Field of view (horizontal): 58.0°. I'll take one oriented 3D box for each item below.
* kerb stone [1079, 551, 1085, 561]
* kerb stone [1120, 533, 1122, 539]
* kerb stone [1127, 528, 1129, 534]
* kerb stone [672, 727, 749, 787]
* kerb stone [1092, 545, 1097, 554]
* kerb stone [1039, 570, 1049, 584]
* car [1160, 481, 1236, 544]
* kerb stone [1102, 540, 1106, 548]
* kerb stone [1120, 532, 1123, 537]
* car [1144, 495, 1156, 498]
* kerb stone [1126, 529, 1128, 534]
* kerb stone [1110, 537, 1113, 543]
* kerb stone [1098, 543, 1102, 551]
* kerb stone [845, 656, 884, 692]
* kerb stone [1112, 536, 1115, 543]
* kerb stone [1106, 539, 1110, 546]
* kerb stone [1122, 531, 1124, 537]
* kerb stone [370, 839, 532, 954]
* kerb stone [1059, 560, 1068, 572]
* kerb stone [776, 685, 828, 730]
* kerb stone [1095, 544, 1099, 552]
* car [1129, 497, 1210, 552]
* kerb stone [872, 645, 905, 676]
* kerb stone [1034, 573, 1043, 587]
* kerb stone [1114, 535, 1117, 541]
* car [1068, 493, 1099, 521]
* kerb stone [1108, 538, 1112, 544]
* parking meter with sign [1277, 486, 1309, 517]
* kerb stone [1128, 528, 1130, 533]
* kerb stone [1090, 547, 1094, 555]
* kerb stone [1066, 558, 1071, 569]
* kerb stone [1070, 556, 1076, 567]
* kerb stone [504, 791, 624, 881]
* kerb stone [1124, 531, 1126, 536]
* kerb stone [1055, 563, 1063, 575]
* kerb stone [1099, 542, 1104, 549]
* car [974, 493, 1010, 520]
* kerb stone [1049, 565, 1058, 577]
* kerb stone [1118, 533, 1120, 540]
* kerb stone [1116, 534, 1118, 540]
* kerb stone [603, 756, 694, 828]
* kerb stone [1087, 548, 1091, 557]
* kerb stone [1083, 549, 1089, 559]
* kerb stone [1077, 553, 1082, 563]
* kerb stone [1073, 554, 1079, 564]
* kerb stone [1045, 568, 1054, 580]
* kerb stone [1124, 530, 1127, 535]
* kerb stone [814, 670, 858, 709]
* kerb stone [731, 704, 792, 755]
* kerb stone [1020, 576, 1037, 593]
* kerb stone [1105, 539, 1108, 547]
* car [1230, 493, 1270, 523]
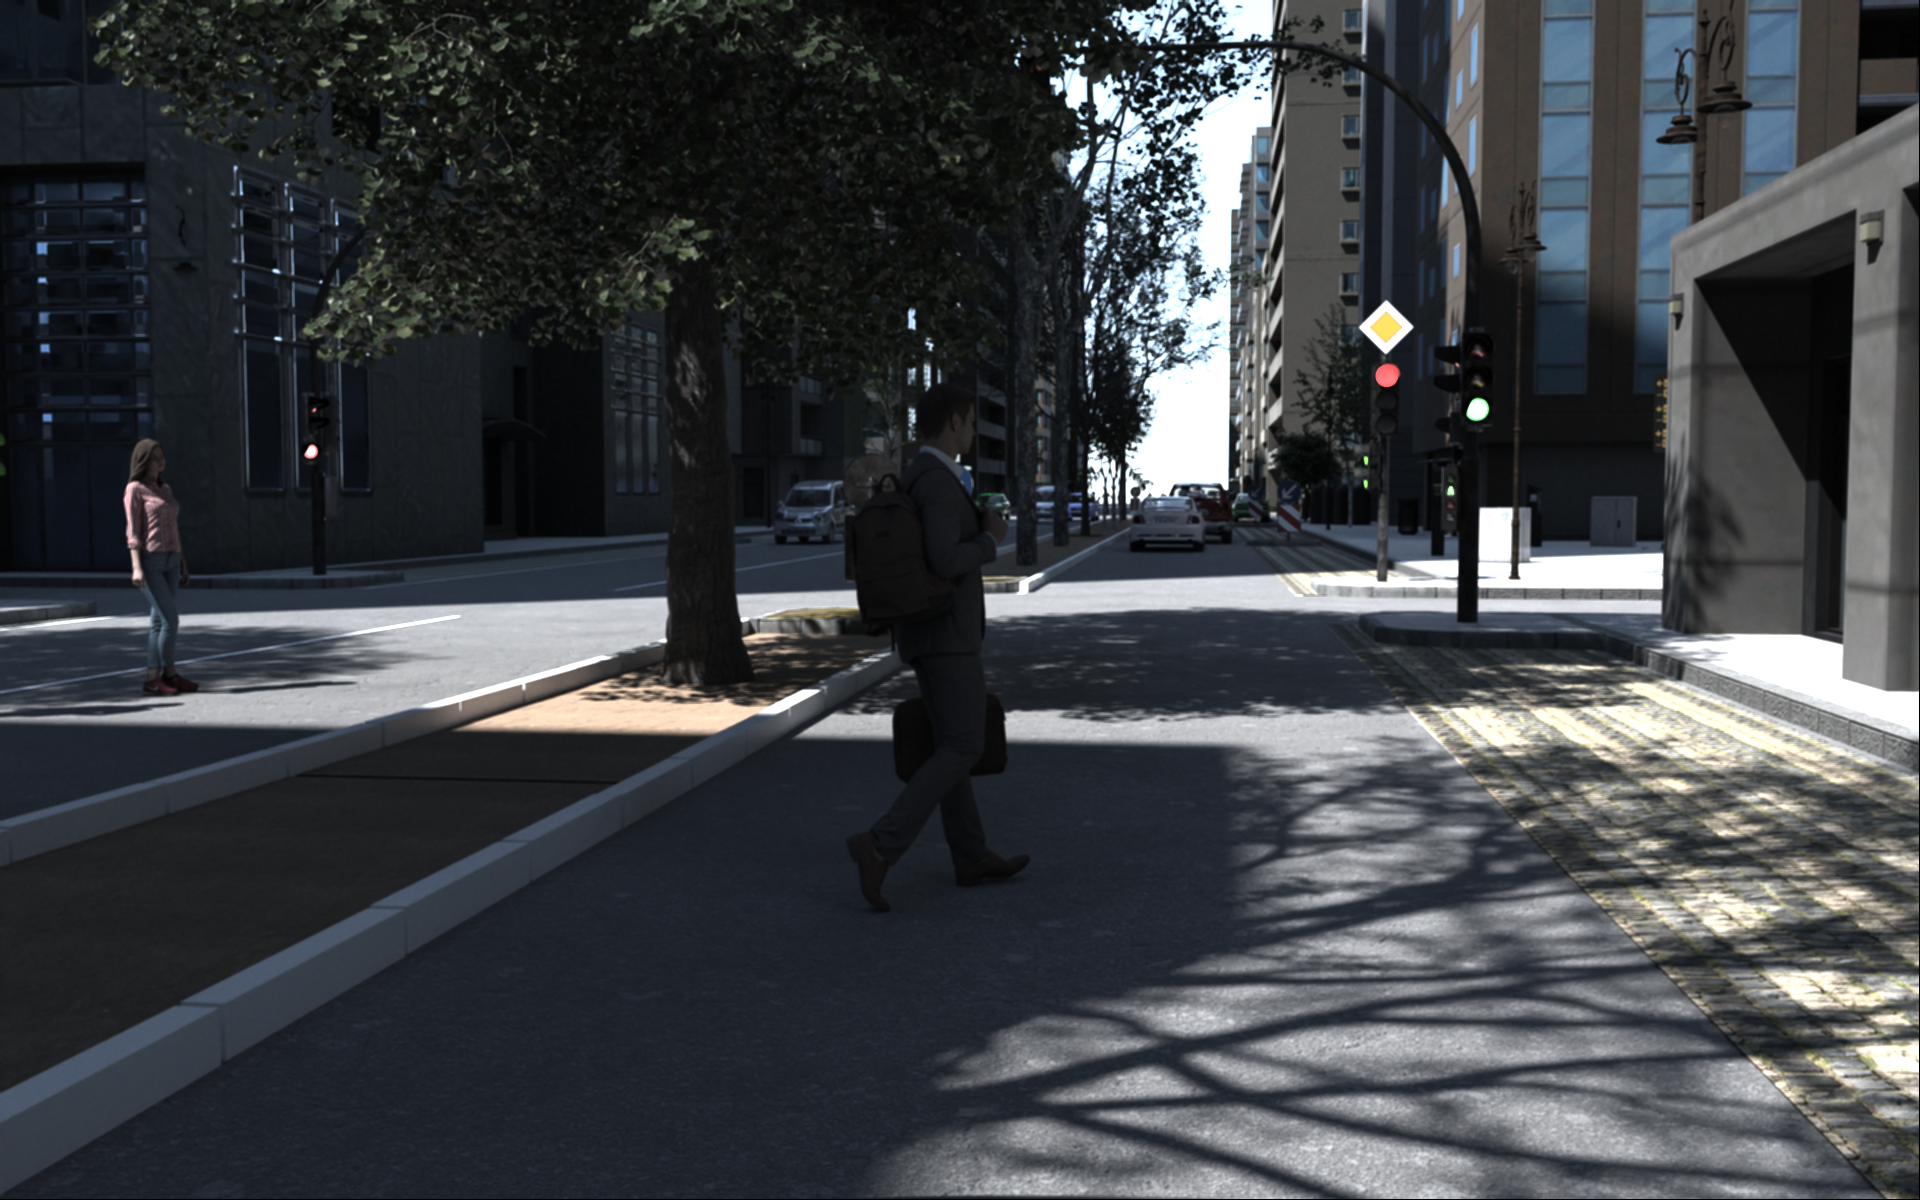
[{"bbox_3d":[2.523,-0.895,36.869,0.120,0.150,1.000,0,4,8],"label":"kerb stone"},{"bbox_3d":[4.893,-1.955,54.159,0.120,0.150,1.000,0,4,8],"label":"kerb stone"},{"bbox_3d":[5.722,-2.328,60.255,0.120,0.150,1.000,0,4,8],"label":"kerb stone"},{"bbox_3d":[-1.292,0.811,8.938,0.120,0.150,1.000,0,4,8],"label":"kerb stone"},{"bbox_3d":[3.087,-1.147,40.954,0.120,0.150,1.000,0,4,8],"label":"kerb stone"},{"bbox_3d":[1.281,-0.338,27.717,0.120,0.150,1.000,0,4,8],"label":"kerb stone"},{"bbox_3d":[7.097,-2.633,51.718,2.281,1.827,5.304,1,4,8],"label":"car"},{"bbox_3d":[3.643,-1.395,45.007,0.120,0.150,1.000,0,4,8],"label":"kerb stone"},{"bbox_3d":[5.031,-2.017,55.173,0.120,0.150,1.000,0,4,8],"label":"kerb stone"},{"bbox_3d":[27.363,-14.408,248.157,1.945,1.354,3.894,1,4,8],"label":"car"},{"bbox_3d":[5.589,-2.266,59.238,0.120,0.150,1.000,0,4,8],"label":"kerb stone"},{"bbox_3d":[4.191,-1.644,49.077,0.120,0.150,1.000,0,4,8],"label":"kerb stone"},{"bbox_3d":[3.363,-1.271,42.979,0.120,0.150,1.000,0,4,8],"label":"kerb stone"},{"bbox_3d":[-0.737,0.564,12.998,0.120,0.150,1.000,0,4,8],"label":"kerb stone"},{"bbox_3d":[4.334,-1.706,50.090,0.120,0.150,1.000,0,4,8],"label":"kerb stone"},{"bbox_3d":[3.914,-1.518,47.037,0.120,0.150,1.000,0,4,8],"label":"kerb stone"},{"bbox_3d":[5.171,-2.079,56.188,0.120,0.150,1.000,0,4,8],"label":"kerb stone"},{"bbox_3d":[-1.712,0.997,5.890,0.120,0.150,1.000,0,4,8],"label":"kerb stone"},{"bbox_3d":[1.832,-0.587,31.786,0.120,0.150,1.000,0,4,8],"label":"kerb stone"},{"bbox_3d":[-1.020,0.687,10.970,0.120,0.150,1.000,0,4,8],"label":"kerb stone"},{"bbox_3d":[3.225,-1.209,41.966,0.120,0.150,1.000,0,4,8],"label":"kerb stone"},{"bbox_3d":[5.373,-1.972,44.612,2.083,1.381,4.827,1,4,9],"label":"car"},{"bbox_3d":[-0.603,0.500,14.014,0.120,0.150,1.000,0,4,8],"label":"kerb stone"},{"bbox_3d":[1.136,-0.272,26.705,0.120,0.150,1.000,0,4,8],"label":"kerb stone"},{"bbox_3d":[4.475,-1.768,51.103,0.120,0.150,1.000,0,4,8],"label":"kerb stone"},{"bbox_3d":[6.460,-5.056,92.256,1.945,1.707,3.694,1,4,10],"label":"car"},{"bbox_3d":[4.060,-1.582,48.063,0.120,0.150,1.000,0,4,8],"label":"kerb stone"},{"bbox_3d":[18.571,-6.136,96.582,1.738,3.016,0.543,1,4,10],"label":"parking meter with sign"},{"bbox_3d":[5.858,-2.390,61.268,0.120,0.150,1.000,0,4,8],"label":"kerb stone"},{"bbox_3d":[2.938,-1.085,39.929,0.120,0.150,1.000,0,4,8],"label":"kerb stone"},{"bbox_3d":[1.967,-0.648,32.801,0.120,0.150,1.000,0,4,8],"label":"kerb stone"},{"bbox_3d":[2.114,-0.711,33.812,0.120,0.150,1.000,0,4,8],"label":"kerb stone"},{"bbox_3d":[-1.574,0.935,6.913,0.120,0.150,1.000,0,4,8],"label":"kerb stone"},{"bbox_3d":[5.305,-2.134,57.214,0.120,0.150,1.000,0,4,8],"label":"kerb stone"},{"bbox_3d":[1.694,-0.524,30.768,0.120,0.150,1.000,0,4,8],"label":"kerb stone"},{"bbox_3d":[3.500,-1.333,43.994,0.120,0.150,1.000,0,4,8],"label":"kerb stone"},{"bbox_3d":[1.719,-5.349,96.256,1.959,1.807,4.718,1,4,9],"label":"car"},{"bbox_3d":[1.546,-0.462,29.754,0.120,0.150,1.000,0,4,8],"label":"kerb stone"},{"bbox_3d":[4.751,-1.892,53.137,0.120,0.150,1.000,0,4,8],"label":"kerb stone"},{"bbox_3d":[4.608,-1.826,52.118,0.120,0.150,1.000,0,4,8],"label":"kerb stone"},{"bbox_3d":[-1.432,0.877,7.925,0.120,0.150,1.000,0,4,8],"label":"kerb stone"},{"bbox_3d":[2.806,-1.023,38.915,0.120,0.150,1.000,0,4,8],"label":"kerb stone"},{"bbox_3d":[2.667,-0.960,37.897,0.120,0.150,1.000,0,4,8],"label":"kerb stone"},{"bbox_3d":[2.386,-0.835,35.852,0.120,0.150,1.000,0,4,8],"label":"kerb stone"},{"bbox_3d":[2.246,-0.772,34.831,0.120,0.150,1.000,0,4,8],"label":"kerb stone"},{"bbox_3d":[1.414,-0.400,28.738,0.120,0.150,1.000,0,4,8],"label":"kerb stone"},{"bbox_3d":[5.453,-2.195,58.225,0.120,0.150,1.000,0,4,8],"label":"kerb stone"},{"bbox_3d":[-0.878,0.625,11.983,0.120,0.150,1.000,0,4,8],"label":"kerb stone"},{"bbox_3d":[-1.155,0.751,9.954,0.120,0.150,1.000,0,4,8],"label":"kerb stone"},{"bbox_3d":[0.996,-0.213,25.693,0.120,0.150,1.000,0,4,8],"label":"kerb stone"},{"bbox_3d":[3.772,-1.457,46.025,0.120,0.150,1.000,0,4,8],"label":"kerb stone"},{"bbox_3d":[14.687,-4.825,87.678,1.959,1.807,4.718,0,4,6],"label":"car"}]
